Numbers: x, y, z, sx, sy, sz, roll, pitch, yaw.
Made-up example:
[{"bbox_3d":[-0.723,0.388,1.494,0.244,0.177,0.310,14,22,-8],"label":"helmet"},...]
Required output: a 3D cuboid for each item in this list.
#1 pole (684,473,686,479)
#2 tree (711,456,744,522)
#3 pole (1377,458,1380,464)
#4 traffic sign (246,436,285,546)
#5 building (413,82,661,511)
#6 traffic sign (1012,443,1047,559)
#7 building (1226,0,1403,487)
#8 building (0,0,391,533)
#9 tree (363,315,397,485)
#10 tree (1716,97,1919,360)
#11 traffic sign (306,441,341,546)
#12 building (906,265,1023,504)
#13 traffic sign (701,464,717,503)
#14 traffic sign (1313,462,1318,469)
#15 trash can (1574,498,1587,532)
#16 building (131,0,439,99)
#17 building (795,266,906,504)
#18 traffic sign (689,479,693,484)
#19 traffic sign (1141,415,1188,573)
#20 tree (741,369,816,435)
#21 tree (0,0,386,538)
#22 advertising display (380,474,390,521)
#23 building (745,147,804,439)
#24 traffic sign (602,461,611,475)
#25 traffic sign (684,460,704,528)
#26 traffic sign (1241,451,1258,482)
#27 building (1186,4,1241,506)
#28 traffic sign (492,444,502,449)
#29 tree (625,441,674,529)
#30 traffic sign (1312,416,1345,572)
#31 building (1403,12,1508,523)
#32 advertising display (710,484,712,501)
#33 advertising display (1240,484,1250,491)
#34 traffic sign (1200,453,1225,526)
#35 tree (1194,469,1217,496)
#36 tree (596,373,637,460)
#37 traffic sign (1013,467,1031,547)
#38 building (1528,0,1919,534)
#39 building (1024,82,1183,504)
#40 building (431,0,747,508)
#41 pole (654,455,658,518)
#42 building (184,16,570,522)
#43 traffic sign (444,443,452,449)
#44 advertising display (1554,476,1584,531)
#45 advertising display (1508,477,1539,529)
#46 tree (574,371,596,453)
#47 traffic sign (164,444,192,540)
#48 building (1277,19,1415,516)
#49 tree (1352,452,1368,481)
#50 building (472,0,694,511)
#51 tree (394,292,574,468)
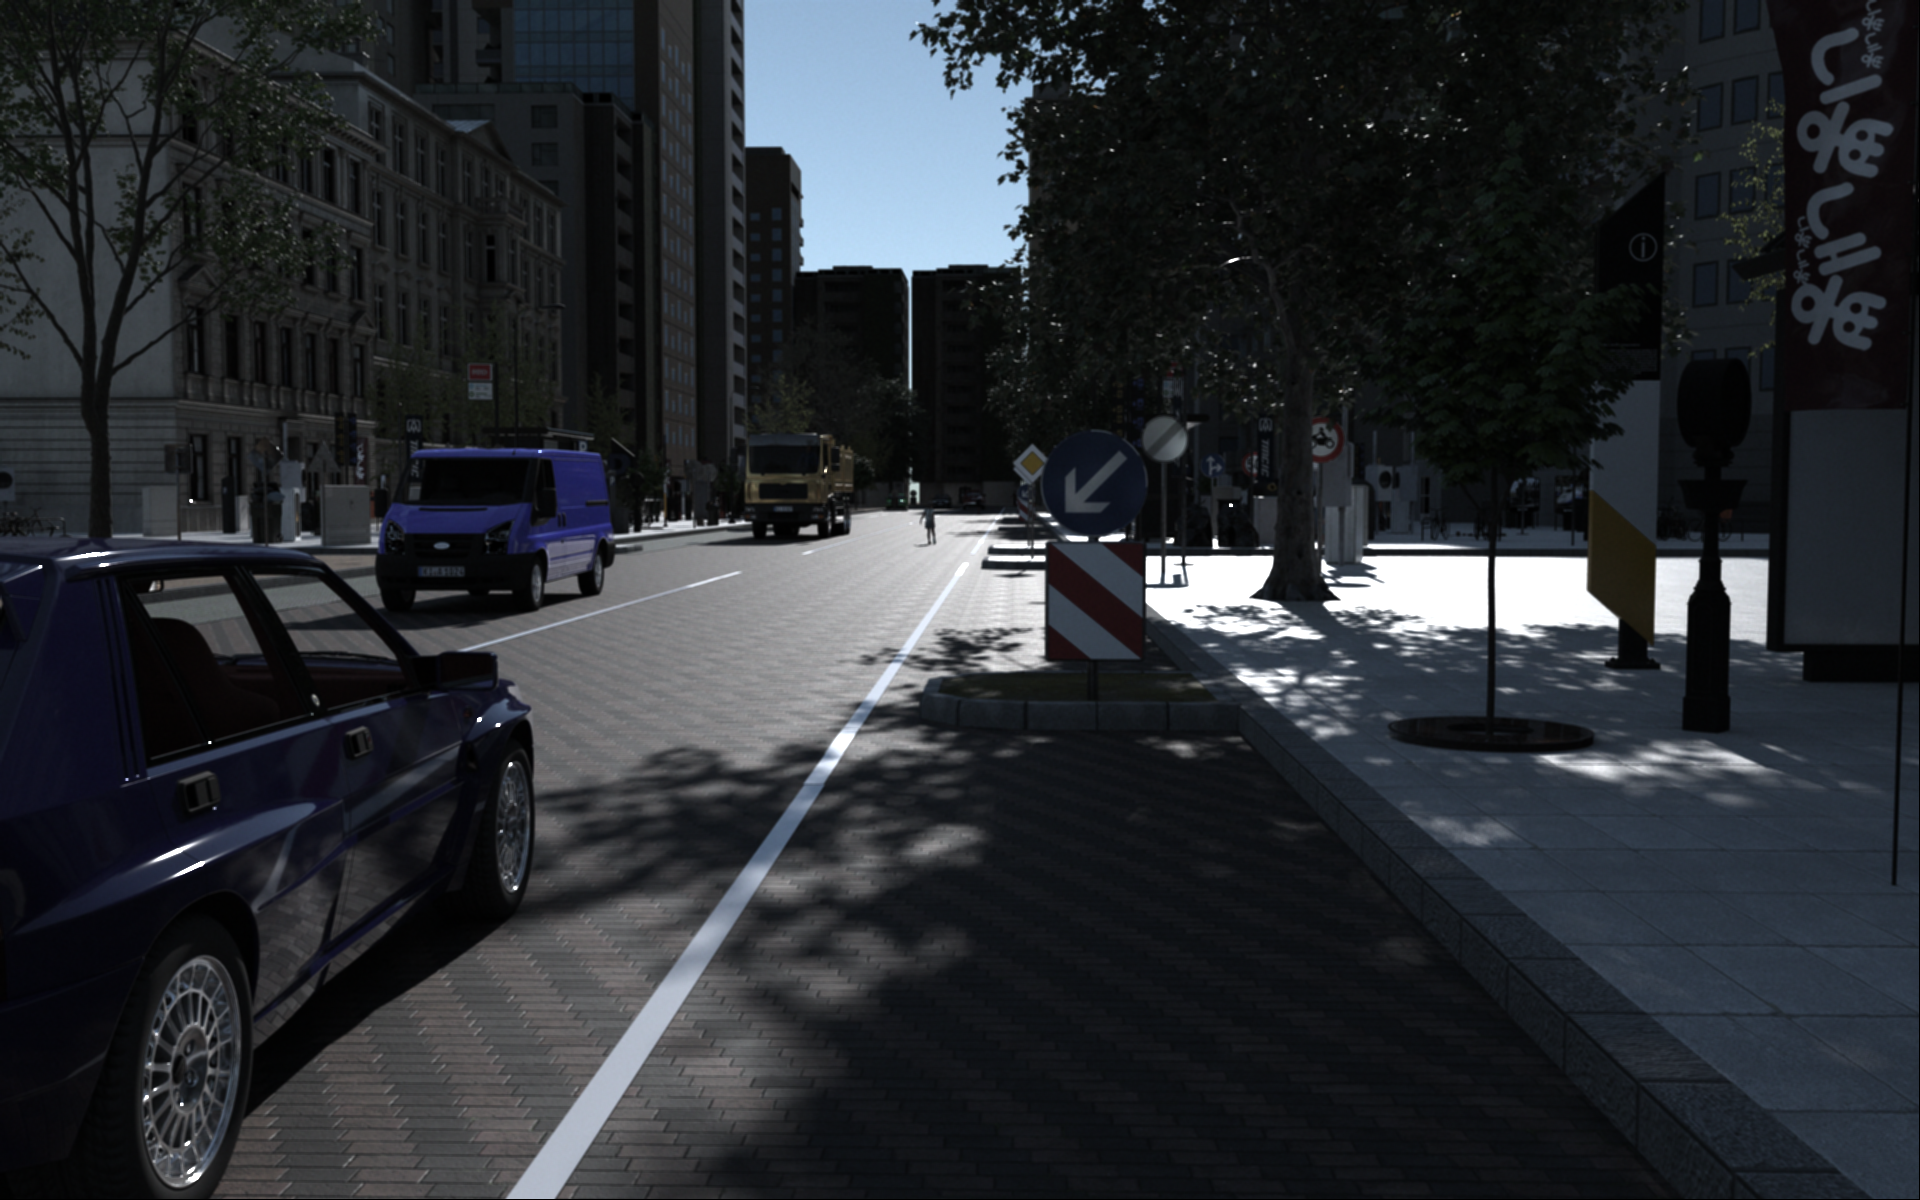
[{"bbox_3d":[-17.271,-7.058,109.244,0.158,3.312,0.155,0,3,0],"label":"pole"},{"bbox_3d":[-10.643,-5.287,81.040,1.663,3.219,1.824,0,3,0],"label":"tree"},{"bbox_3d":[23.359,-6.296,96.775,0.158,3.312,0.155,0,3,0],"label":"pole"},{"bbox_3d":[-13.778,-2.030,34.373,0.795,2.450,0.064,0,4,6],"label":"traffic sign"},{"bbox_3d":[-30.185,-21.622,125.225,14.160,30.474,14.107,0,4,2],"label":"building"},{"bbox_3d":[1.427,-1.867,34.169,0.795,2.450,0.064,0,4,2],"label":"traffic sign"},{"bbox_3d":[32.679,-31.371,132.526,23.786,49.044,30.456,0,4,2],"label":"building"},{"bbox_3d":[-30.268,-12.322,66.089,10.561,19.102,19.286,0,4,2],"label":"building"},{"bbox_3d":[-21.905,-7.248,68.872,4.737,8.622,4.395,0,3,0],"label":"tree"},{"bbox_3d":[15.144,-4.868,29.955,4.360,8.622,3.978,0,3,0],"label":"tree"},{"bbox_3d":[-15.559,-2.589,42.331,0.884,2.594,0.081,0,4,7],"label":"traffic sign"},{"bbox_3d":[0.939,-27.496,221.263,14.107,30.474,14.160,0,4,2],"label":"building"},{"bbox_3d":[-10.496,-4.412,72.245,0.768,2.556,0.104,0,4,5],"label":"traffic sign"},{"bbox_3d":[6.030,-1.732,30.452,0.606,2.300,0.079,1,4,10],"label":"traffic sign"},{"bbox_3d":[21.085,-2.867,58.528,0.748,1.137,0.748,0,3,0],"label":"trash can"},{"bbox_3d":[-63.951,-35.312,166.593,27.495,52.752,28.713,0,4,2],"label":"building"},{"bbox_3d":[-13.801,-27.567,222.413,14.107,30.474,14.160,0,4,2],"label":"building"},{"bbox_3d":[-14.230,-5.683,93.029,0.768,2.556,0.104,0,4,8],"label":"traffic sign"},{"bbox_3d":[3.318,-1.717,28.180,0.768,2.556,0.104,0,4,3],"label":"traffic sign"},{"bbox_3d":[-10.439,-9.270,101.920,4.360,8.622,3.978,0,3,0],"label":"tree"},{"bbox_3d":[-11.929,-5.999,23.837,9.928,11.665,9.643,0,3,0],"label":"tree"},{"bbox_3d":[-18.347,-3.063,55.291,0.123,1.923,0.974,-2,4,-27],"label":"advertising display"},{"bbox_3d":[-27.932,-35.033,222.895,14.200,45.320,14.600,0,4,2],"label":"building"},{"bbox_3d":[-8.963,-2.377,42.501,0.795,2.450,0.064,0,4,2],"label":"traffic sign"},{"bbox_3d":[-9.959,-3.961,64.873,0.768,2.556,0.104,0,4,4],"label":"traffic sign"},{"bbox_3d":[8.781,-3.158,51.736,0.768,2.556,0.104,0,4,7],"label":"traffic sign"},{"bbox_3d":[31.746,-37.993,163.183,21.231,58.520,28.212,0,4,2],"label":"building"},{"bbox_3d":[-9.212,-1.889,34.520,0.795,2.450,0.064,0,4,2],"label":"traffic sign"},{"bbox_3d":[-11.556,-4.221,63.608,1.663,3.219,1.824,0,3,0],"label":"tree"},{"bbox_3d":[5.907,-1.730,28.397,0.768,2.556,0.104,1,4,9],"label":"traffic sign"},{"bbox_3d":[28.670,-24.405,82.624,14.154,41.232,14.086,0,4,2],"label":"building"},{"bbox_3d":[-15.552,-6.270,107.734,0.123,1.923,0.974,0,4,1],"label":"advertising display"},{"bbox_3d":[18.274,-6.436,110.443,0.974,1.923,0.123,3,5,44],"label":"advertising display"},{"bbox_3d":[7.882,-3.302,54.101,0.768,2.556,0.104,0,4,6],"label":"traffic sign"},{"bbox_3d":[15.660,-7.001,109.074,1.663,3.219,1.824,0,3,0],"label":"tree"},{"bbox_3d":[-21.094,-9.365,103.485,4.737,8.622,4.395,0,3,0],"label":"tree"},{"bbox_3d":[1.676,-2.355,42.150,0.795,2.450,0.064,0,4,2],"label":"traffic sign"},{"bbox_3d":[37.268,-31.889,63.379,28.212,58.520,21.231,0,4,2],"label":"building"},{"bbox_3d":[22.118,-39.056,227.802,27.495,52.752,28.713,0,4,2],"label":"building"},{"bbox_3d":[-35.577,-38.355,169.108,28.212,58.520,21.231,0,4,2],"label":"building"},{"bbox_3d":[-16.009,-5.965,91.364,0.158,3.312,0.155,0,3,0],"label":"pole"},{"bbox_3d":[-30.810,-16.747,92.903,14.460,24.649,34.723,0,4,2],"label":"building"},{"bbox_3d":[-12.950,-2.680,43.826,0.884,2.594,0.081,1,4,8],"label":"traffic sign"},{"bbox_3d":[21.252,-3.377,60.434,0.974,1.923,0.123,1,4,14],"label":"advertising display"},{"bbox_3d":[20.786,-3.599,64.062,0.974,1.923,0.123,0,4,5],"label":"advertising display"},{"bbox_3d":[-19.433,-7.696,76.198,4.737,8.622,4.395,0,3,0],"label":"tree"},{"bbox_3d":[-16.069,-2.048,35.614,0.606,2.300,0.079,1,4,9],"label":"traffic sign"},{"bbox_3d":[26.985,-20.652,109.361,14.160,30.474,14.107,0,4,2],"label":"building"},{"bbox_3d":[21.804,-7.120,100.123,4.285,4.588,4.351,0,3,0],"label":"tree"},{"bbox_3d":[-29.433,-29.894,138.882,14.600,45.320,14.200,0,4,2],"label":"building"},{"bbox_3d":[-17.457,-6.944,63.890,4.737,8.622,4.395,0,3,0],"label":"tree"}]
